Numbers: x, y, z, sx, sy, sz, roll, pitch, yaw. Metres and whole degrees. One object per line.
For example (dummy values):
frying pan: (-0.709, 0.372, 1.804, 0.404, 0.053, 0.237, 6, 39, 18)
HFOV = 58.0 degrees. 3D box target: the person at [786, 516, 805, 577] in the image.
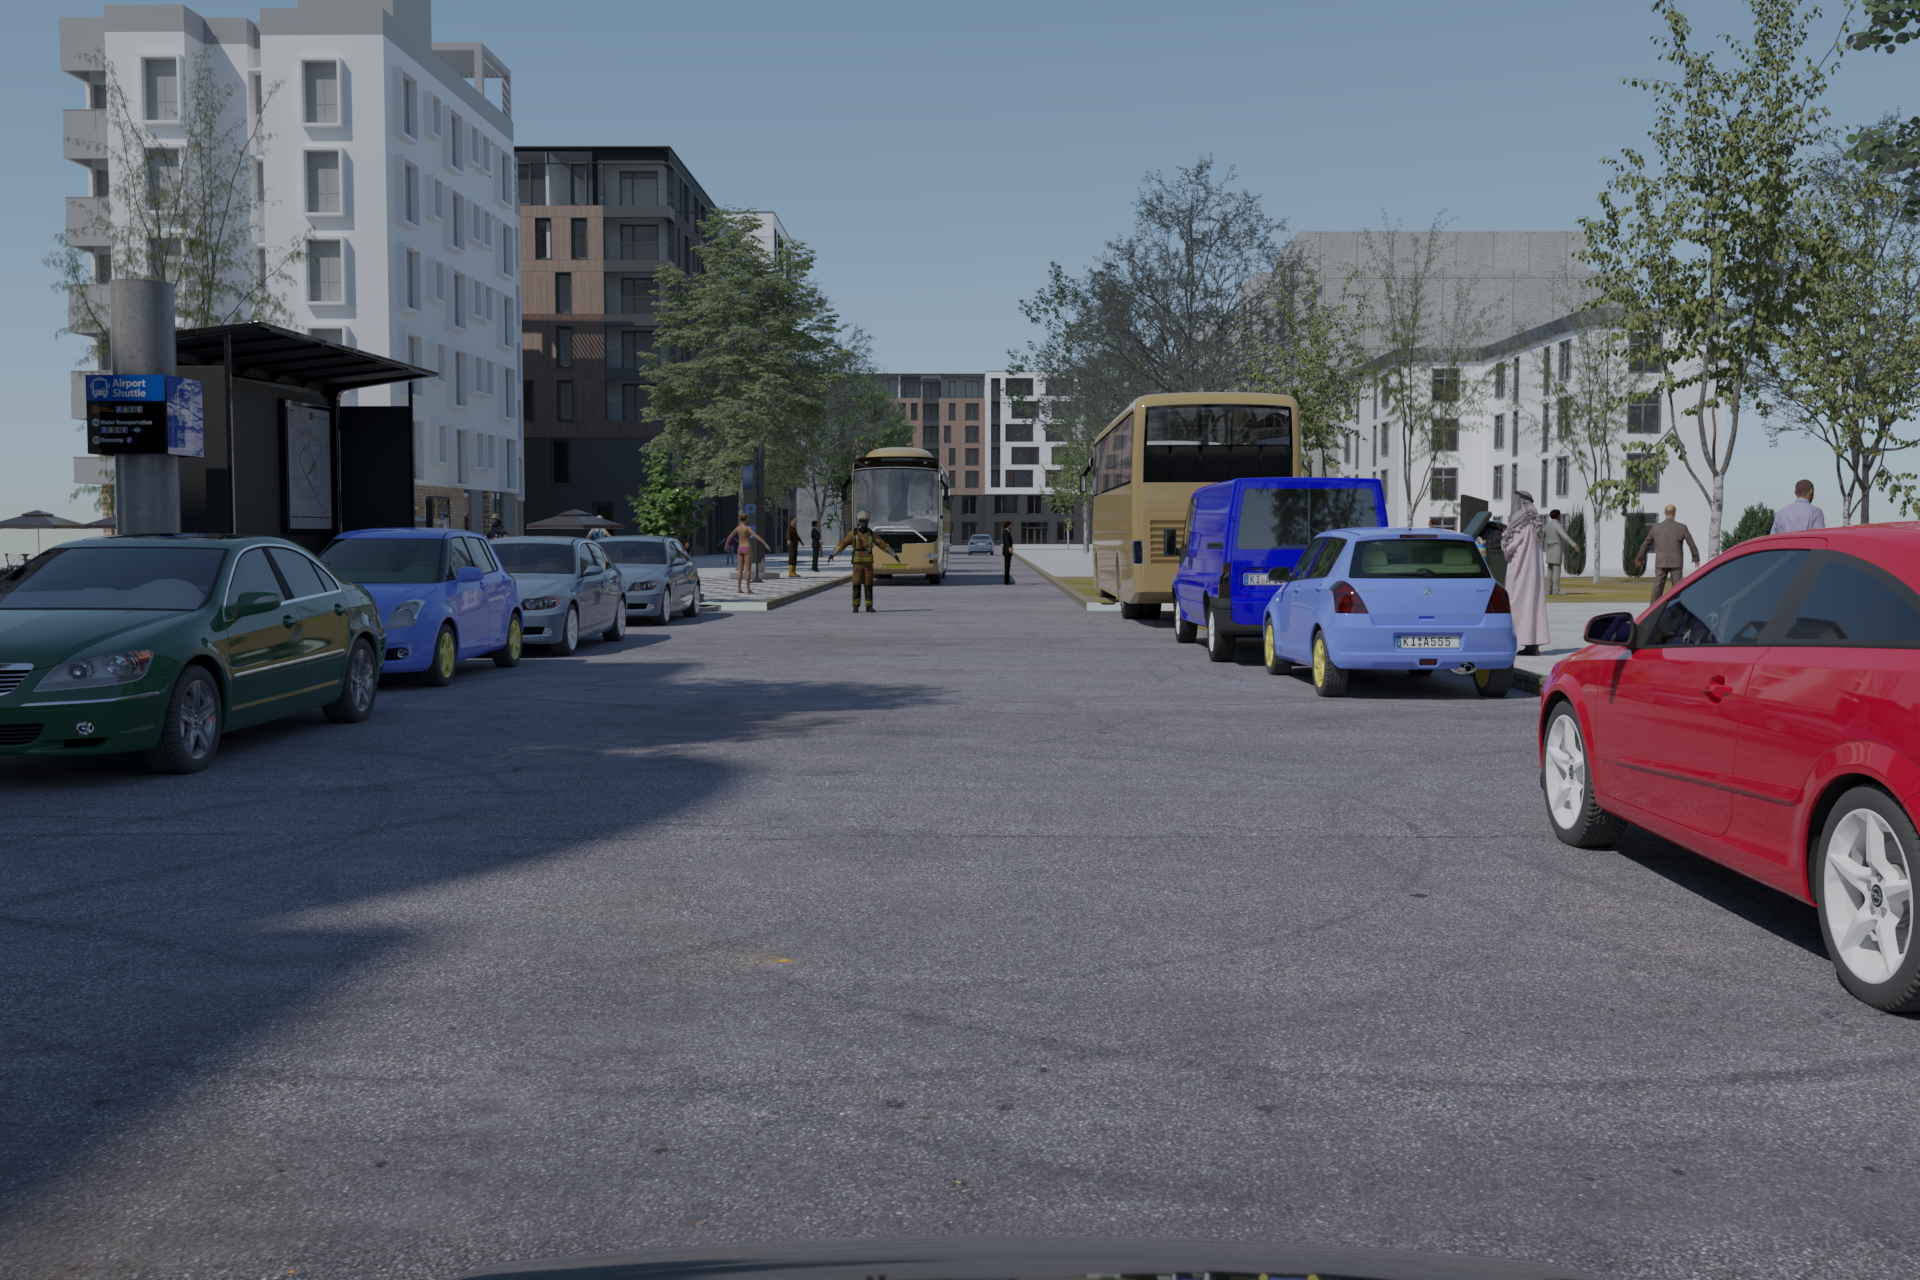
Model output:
person: (-4.934, -2.776, 51.518, 0.704, 1.812, 1.346, 1, 4, 13)

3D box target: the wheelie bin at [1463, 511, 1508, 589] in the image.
wheelie bin: (7.309, -0.998, 24.228, 0.693, 1.594, 0.980, 0, 4, 1)

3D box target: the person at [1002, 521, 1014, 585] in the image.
person: (1.379, -2.466, 48.960, 0.705, 1.806, 1.347, 0, 4, 2)

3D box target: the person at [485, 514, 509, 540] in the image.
person: (-13.350, -2.692, 49.792, 1.354, 1.856, 0.705, 3, 4, 36)

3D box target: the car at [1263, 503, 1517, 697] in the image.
car: (3.980, -0.425, 16.539, 1.945, 1.707, 3.694, 0, 4, 0)

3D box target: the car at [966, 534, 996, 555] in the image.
car: (1.423, -6.450, 117.464, 2.014, 1.417, 4.499, 0, 4, 1)

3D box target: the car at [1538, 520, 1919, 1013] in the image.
car: (3.643, 0.146, 6.654, 2.155, 1.783, 4.494, 0, 4, 1)

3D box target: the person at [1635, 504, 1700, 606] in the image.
person: (11.416, -1.304, 27.916, 0.990, 1.755, 0.434, 2, 4, 35)

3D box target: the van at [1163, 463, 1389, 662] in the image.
van: (3.757, -1.017, 21.016, 2.240, 2.365, 5.245, 0, 4, 0)

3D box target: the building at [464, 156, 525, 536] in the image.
building: (-26.988, -13.296, 73.810, 16.016, 20.090, 11.380, 0, 4, 1)

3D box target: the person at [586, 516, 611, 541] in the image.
person: (-10.988, -2.879, 52.920, 1.347, 1.847, 0.705, 2, 4, 30)

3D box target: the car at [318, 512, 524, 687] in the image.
car: (-5.634, -0.477, 17.391, 1.945, 1.707, 3.694, 0, 4, 1)

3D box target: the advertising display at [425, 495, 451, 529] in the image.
advertising display: (-8.832, -1.477, 29.358, 0.123, 1.923, 0.974, 0, 4, 1)

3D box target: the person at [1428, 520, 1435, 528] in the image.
person: (16.683, -3.372, 61.400, 0.705, 1.796, 1.348, 3, 4, 36)

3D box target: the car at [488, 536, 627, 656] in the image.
car: (-5.408, -0.608, 21.941, 2.014, 1.417, 4.499, 0, 4, 1)

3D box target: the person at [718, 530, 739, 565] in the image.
person: (-9.543, -3.832, 71.927, 0.991, 1.433, 0.599, 0, 4, -8)

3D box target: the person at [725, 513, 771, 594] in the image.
person: (-4.612, -1.876, 37.470, 1.217, 1.733, 0.721, 2, 4, 30)

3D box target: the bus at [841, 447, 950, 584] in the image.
bus: (-1.678, -3.747, 52.805, 2.896, 3.916, 12.252, 0, 4, 1)

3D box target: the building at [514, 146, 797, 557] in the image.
building: (-25.710, -16.139, 107.841, 27.936, 21.610, 32.646, 0, 4, 0)

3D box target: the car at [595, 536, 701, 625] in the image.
car: (-5.429, -1.021, 28.701, 2.014, 1.417, 4.499, 0, 4, 1)

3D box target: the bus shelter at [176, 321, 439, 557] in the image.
bus shelter: (-8.509, -1.894, 22.247, 1.731, 3.624, 6.357, 0, 4, 1)

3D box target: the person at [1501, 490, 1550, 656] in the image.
person: (5.917, -0.707, 18.276, 0.621, 1.740, 0.551, 1, 4, 22)

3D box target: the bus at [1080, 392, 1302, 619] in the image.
bus: (3.964, -2.471, 31.955, 2.896, 3.916, 12.252, 0, 4, 1)

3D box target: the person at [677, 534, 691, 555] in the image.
person: (-7.562, -2.520, 47.421, 0.704, 1.802, 1.346, -2, 4, -24)

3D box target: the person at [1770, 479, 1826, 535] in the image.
person: (8.705, -0.726, 17.781, 0.599, 1.838, 0.709, -2, 4, -32)

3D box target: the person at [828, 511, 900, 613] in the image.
person: (-1.768, -1.430, 31.613, 1.354, 1.858, 0.705, -1, 4, -16)

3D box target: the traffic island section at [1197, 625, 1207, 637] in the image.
traffic island section: (4.149, -0.125, 24.903, 1.991, 0.108, 1.994, 0, 4, 1)

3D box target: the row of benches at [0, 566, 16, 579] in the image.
row of benches: (-17.883, -1.065, 32.874, 1.422, 0.672, 4.104, 0, 4, 1)

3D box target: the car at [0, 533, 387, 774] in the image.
car: (-5.459, -0.003, 11.843, 2.131, 1.459, 4.920, 0, 4, 0)

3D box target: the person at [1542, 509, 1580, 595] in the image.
person: (12.556, -1.854, 36.494, 0.705, 1.806, 1.347, -1, 4, -16)

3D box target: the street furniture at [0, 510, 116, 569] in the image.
street furniture: (-31.716, -2.515, 46.144, 27.439, 1.986, 14.083, 1, 4, 14)

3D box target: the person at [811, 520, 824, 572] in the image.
person: (-4.801, -3.163, 58.442, 0.721, 1.740, 1.216, -1, 4, -18)

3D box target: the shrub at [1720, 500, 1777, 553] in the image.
shrub: (18.775, -2.249, 40.811, 1.661, 2.075, 1.752, 0, 3, 0)
